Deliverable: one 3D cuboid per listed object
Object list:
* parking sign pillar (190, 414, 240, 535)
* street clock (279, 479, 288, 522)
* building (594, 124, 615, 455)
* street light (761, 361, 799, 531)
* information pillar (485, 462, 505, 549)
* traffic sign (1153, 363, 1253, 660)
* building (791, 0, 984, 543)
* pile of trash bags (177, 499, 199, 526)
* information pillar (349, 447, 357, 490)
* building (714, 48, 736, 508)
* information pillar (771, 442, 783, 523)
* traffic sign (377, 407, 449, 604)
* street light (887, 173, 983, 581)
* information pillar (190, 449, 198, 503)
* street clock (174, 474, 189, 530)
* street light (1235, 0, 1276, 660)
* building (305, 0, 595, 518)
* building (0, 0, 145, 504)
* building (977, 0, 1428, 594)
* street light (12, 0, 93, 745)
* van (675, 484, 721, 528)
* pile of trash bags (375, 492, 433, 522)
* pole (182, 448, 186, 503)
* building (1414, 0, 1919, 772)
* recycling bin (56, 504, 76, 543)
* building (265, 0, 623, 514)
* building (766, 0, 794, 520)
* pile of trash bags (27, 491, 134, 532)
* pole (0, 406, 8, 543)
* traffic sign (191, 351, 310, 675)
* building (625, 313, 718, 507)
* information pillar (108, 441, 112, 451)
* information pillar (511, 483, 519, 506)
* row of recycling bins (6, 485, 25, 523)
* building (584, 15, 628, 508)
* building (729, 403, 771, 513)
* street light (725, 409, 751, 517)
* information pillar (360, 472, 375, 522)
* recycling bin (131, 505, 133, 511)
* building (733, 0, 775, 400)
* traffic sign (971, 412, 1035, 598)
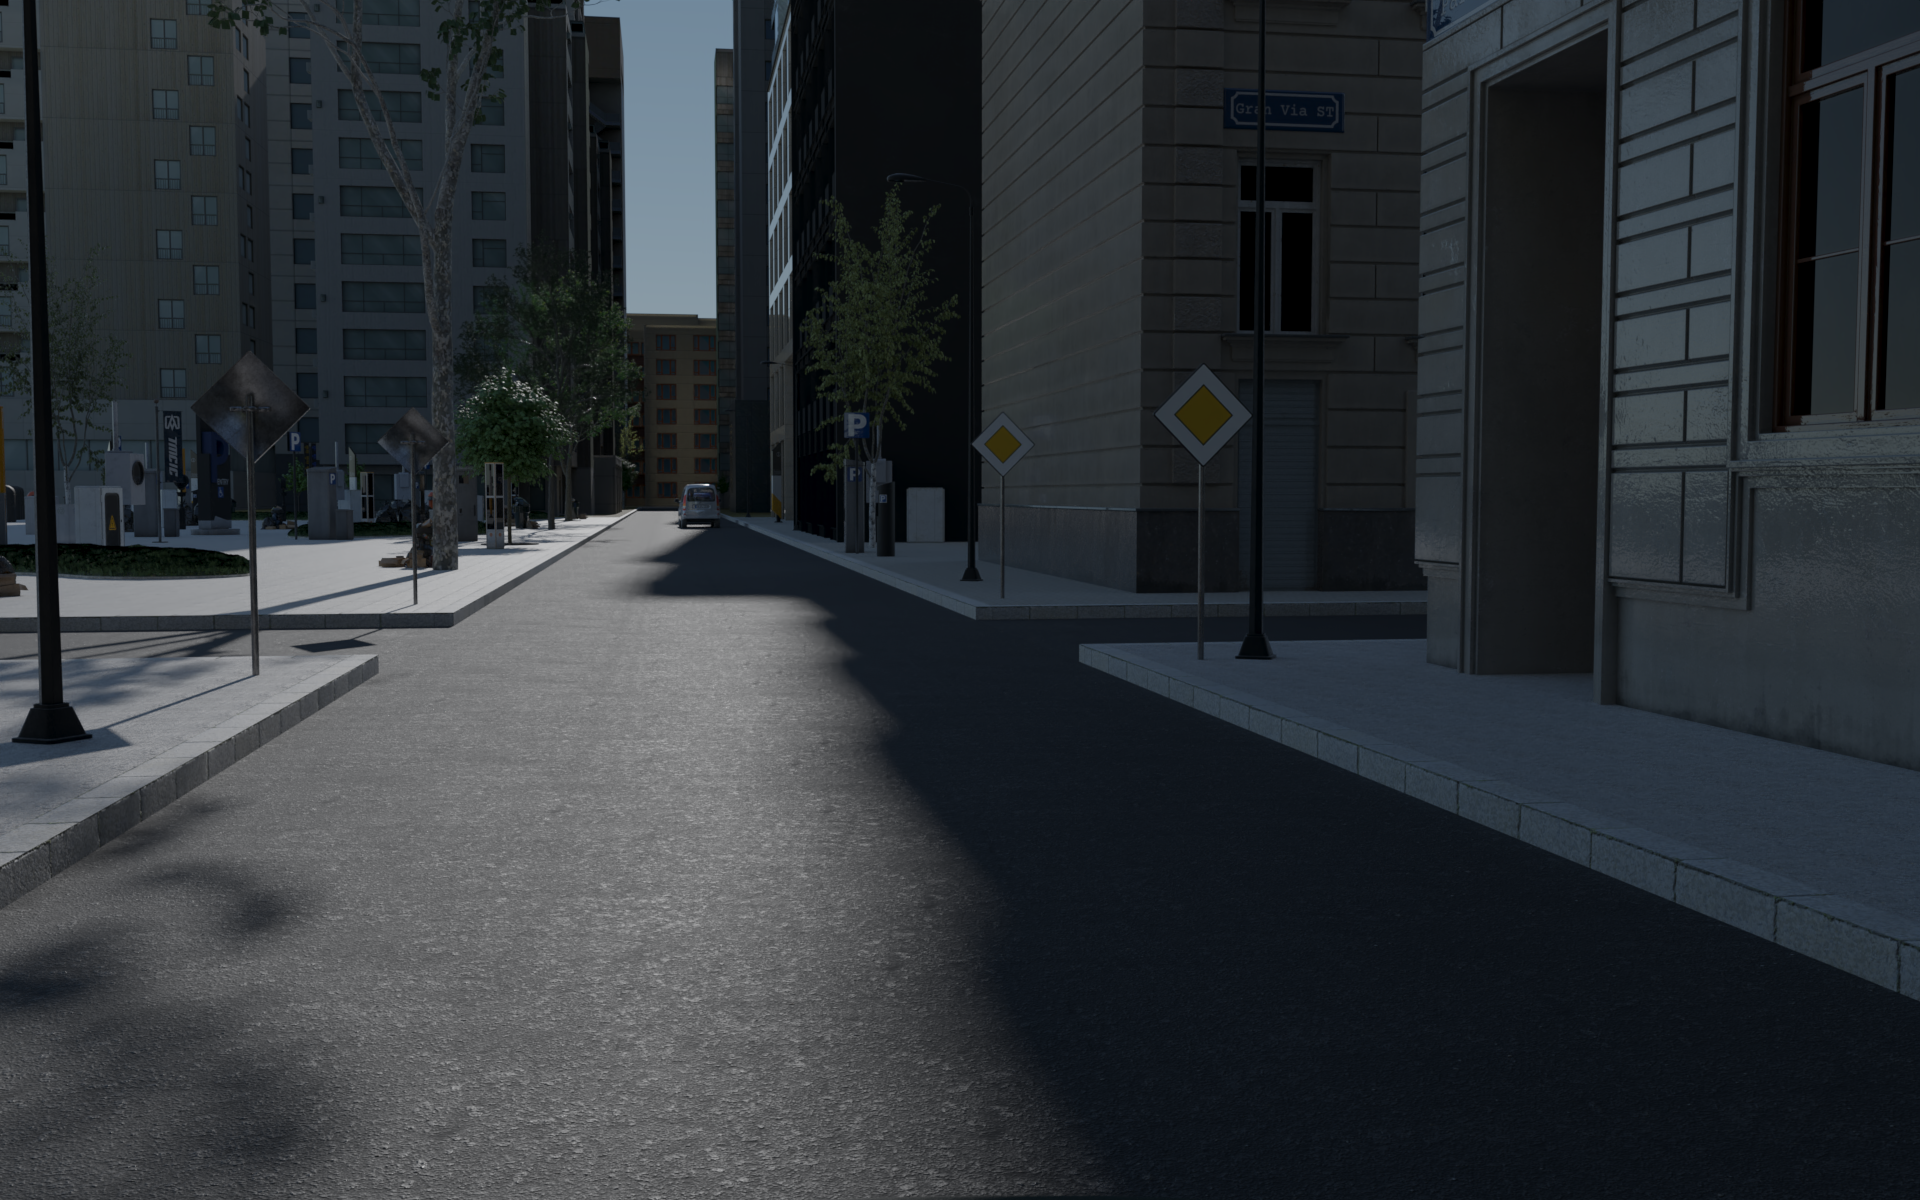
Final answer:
[{"bbox_3d":[-23.482,-4.039,54.511,1.447,3.967,1.447,0,4,5],"label":"parking sign pillar"},{"bbox_3d":[-31.536,-4.660,80.761,0.358,2.002,0.471,-1,4,-21],"label":"street clock"},{"bbox_3d":[-34.218,-22.177,134.300,14.160,30.474,14.107,-1,4,-10],"label":"building"},{"bbox_3d":[-6.249,-5.387,60.610,1.470,5.913,1.316,-1,4,-10],"label":"street light"},{"bbox_3d":[-10.831,-2.192,40.332,0.304,2.012,0.304,2,4,27],"label":"information pillar"},{"bbox_3d":[1.861,-0.594,13.356,0.795,2.450,0.064,-1,4,-10],"label":"traffic sign"},{"bbox_3d":[1.489,-13.717,53.954,12.332,23.373,15.834,-1,4,-10],"label":"building"},{"bbox_3d":[-30.949,-3.695,70.161,3.447,1.369,1.912,2,4,30],"label":"pile of trash bags"},{"bbox_3d":[-30.036,-5.770,85.696,0.504,3.616,0.183,3,4,37],"label":"information pillar"},{"bbox_3d":[-16.061,-29.374,163.862,14.154,41.232,14.086,-1,4,-10],"label":"building"},{"bbox_3d":[-8.224,-5.284,77.752,0.504,3.616,0.183,-3,5,-41],"label":"information pillar"},{"bbox_3d":[-6.330,-1.006,20.086,0.795,2.450,0.064,-1,4,-10],"label":"traffic sign"},{"bbox_3d":[-0.365,-3.230,25.348,1.470,5.913,1.316,-1,4,-10],"label":"street light"},{"bbox_3d":[-40.063,-6.082,90.796,0.504,3.616,0.183,0,4,-1],"label":"information pillar"},{"bbox_3d":[-28.135,-3.550,62.609,0.471,2.002,0.358,0,4,-4],"label":"street clock"},{"bbox_3d":[1.780,-2.493,13.294,1.470,5.913,1.316,-1,4,-10],"label":"street light"},{"bbox_3d":[-28.686,-20.066,99.788,14.160,30.474,14.107,-1,4,-10],"label":"building"},{"bbox_3d":[-71.867,-34.119,147.080,27.495,52.752,28.713,-1,4,-10],"label":"building"},{"bbox_3d":[13.273,-14.178,29.079,25.104,27.353,12.463,-1,4,-10],"label":"building"},{"bbox_3d":[-4.197,-2.226,8.934,1.470,5.913,1.316,-1,4,-10],"label":"street light"},{"bbox_3d":[-11.282,-4.146,74.806,2.013,2.044,4.112,-1,4,-12],"label":"van"},{"bbox_3d":[-21.749,-3.630,69.102,1.912,1.369,3.447,1,4,15],"label":"pile of trash bags"},{"bbox_3d":[-34.699,-5.113,77.435,0.158,3.312,0.155,0,3,0],"label":"pole"},{"bbox_3d":[10.063,-10.249,3.731,11.583,22.565,21.152,-1,4,-10],"label":"building"},{"bbox_3d":[-22.222,-1.858,42.933,0.722,1.027,0.722,3,5,43],"label":"recycling bin"},{"bbox_3d":[-33.479,-41.428,115.607,20.563,71.187,20.611,-1,4,-10],"label":"building"},{"bbox_3d":[1.849,-16.841,79.867,19.350,26.468,34.151,-1,4,-10],"label":"building"},{"bbox_3d":[-29.590,-2.977,58.429,3.447,1.369,1.912,-1,4,-17],"label":"pile of trash bags"},{"bbox_3d":[-22.292,-2.839,40.254,0.158,3.312,0.155,0,3,0],"label":"pole"},{"bbox_3d":[-4.988,-0.524,12.214,0.795,2.450,0.064,-1,4,-10],"label":"traffic sign"},{"bbox_3d":[-39.895,-21.051,189.219,28.899,21.520,27.650,-1,4,-10],"label":"building"},{"bbox_3d":[-37.415,-5.196,76.303,0.183,3.616,0.504,-3,4,-37],"label":"information pillar"},{"bbox_3d":[-23.563,-5.334,91.702,0.304,2.012,0.304,1,4,10],"label":"information pillar"},{"bbox_3d":[-47.472,-4.875,86.822,1.069,1.692,3.534,-2,4,-26],"label":"row of recycling bins"},{"bbox_3d":[-38.248,-31.196,160.159,14.200,45.320,14.600,-1,4,-10],"label":"building"},{"bbox_3d":[-3.510,-48.949,112.989,22.319,86.520,31.000,-1,4,-10],"label":"building"},{"bbox_3d":[-12.208,-7.506,95.258,1.470,5.913,1.316,-1,4,-10],"label":"street light"},{"bbox_3d":[-19.836,-3.272,57.996,0.304,2.012,0.304,2,4,28],"label":"information pillar"},{"bbox_3d":[-37.212,-4.053,78.814,0.722,1.027,0.722,3,5,41],"label":"recycling bin"},{"bbox_3d":[-8.132,-36.775,143.269,21.231,58.520,28.212,-1,4,-10],"label":"building"},{"bbox_3d":[0.519,-1.076,21.228,0.795,2.450,0.064,-1,4,-10],"label":"traffic sign"}]
